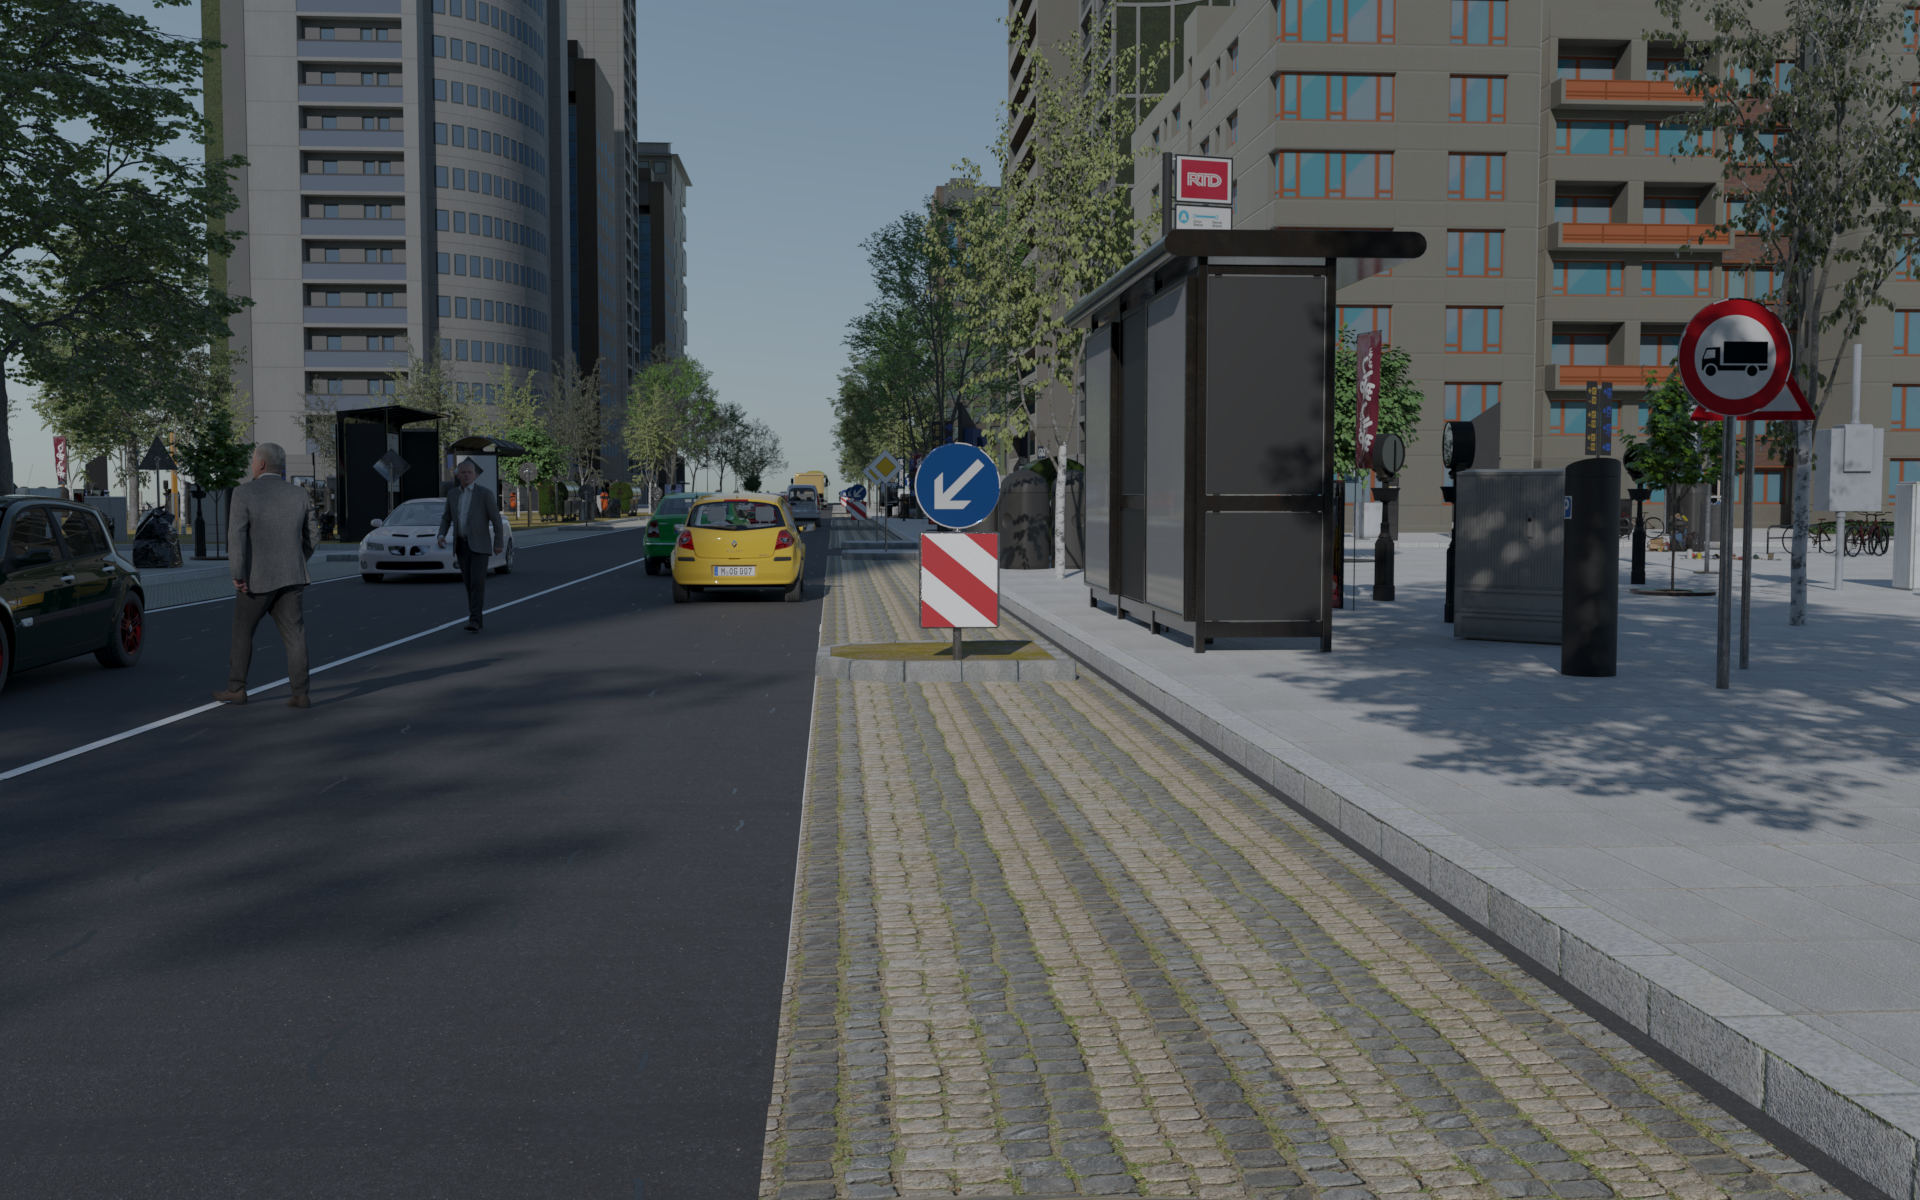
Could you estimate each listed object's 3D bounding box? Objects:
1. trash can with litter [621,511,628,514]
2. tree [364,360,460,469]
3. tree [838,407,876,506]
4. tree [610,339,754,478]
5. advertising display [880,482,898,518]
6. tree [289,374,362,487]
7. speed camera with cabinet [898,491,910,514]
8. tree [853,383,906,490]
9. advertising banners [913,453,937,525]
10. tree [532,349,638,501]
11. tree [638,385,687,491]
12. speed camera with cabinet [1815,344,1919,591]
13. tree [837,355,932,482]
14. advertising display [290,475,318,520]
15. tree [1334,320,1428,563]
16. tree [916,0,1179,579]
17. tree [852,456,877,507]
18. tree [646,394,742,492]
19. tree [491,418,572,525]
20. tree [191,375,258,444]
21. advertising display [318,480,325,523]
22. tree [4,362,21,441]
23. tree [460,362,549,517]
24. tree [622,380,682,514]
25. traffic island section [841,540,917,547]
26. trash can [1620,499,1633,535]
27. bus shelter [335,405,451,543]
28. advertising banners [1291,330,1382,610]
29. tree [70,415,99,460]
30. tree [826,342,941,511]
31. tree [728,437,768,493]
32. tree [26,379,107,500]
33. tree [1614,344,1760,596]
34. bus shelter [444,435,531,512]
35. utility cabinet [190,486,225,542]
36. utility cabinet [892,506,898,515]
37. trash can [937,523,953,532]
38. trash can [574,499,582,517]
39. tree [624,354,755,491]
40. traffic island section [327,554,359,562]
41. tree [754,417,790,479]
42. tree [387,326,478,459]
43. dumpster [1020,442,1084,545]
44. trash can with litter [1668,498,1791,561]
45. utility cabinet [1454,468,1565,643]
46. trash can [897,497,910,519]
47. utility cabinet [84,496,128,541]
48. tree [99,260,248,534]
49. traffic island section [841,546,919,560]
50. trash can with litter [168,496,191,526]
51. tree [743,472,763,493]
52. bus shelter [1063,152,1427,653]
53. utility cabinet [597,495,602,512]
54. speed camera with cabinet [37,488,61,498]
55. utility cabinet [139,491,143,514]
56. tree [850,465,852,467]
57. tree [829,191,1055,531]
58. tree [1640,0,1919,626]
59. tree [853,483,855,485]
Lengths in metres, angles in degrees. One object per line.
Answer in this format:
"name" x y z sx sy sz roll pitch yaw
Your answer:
"trash can with litter" -21.707 -6.080 110.794 1.055 1.170 0.624 0 4 -8
"tree" -30.459 -9.058 98.464 4.737 8.622 4.395 0 3 0
"tree" -9.586 -16.629 190.014 7.486 12.596 7.792 0 3 0
"tree" -23.097 -13.940 138.282 12.009 13.543 11.850 0 3 0
"advertising display" -3.853 -5.432 94.030 0.974 1.923 0.123 0 4 -8
"tree" -39.210 -9.609 107.472 4.360 8.622 3.978 0 3 0
"speed camera with cabinet" -2.580 -6.550 101.422 2.038 3.252 0.660 1 4 18
"tree" -3.923 -9.591 107.168 4.737 8.622 4.395 0 3 0
"advertising banners" -1.096 -4.680 72.712 2.074 3.025 0.090 2 4 31
"tree" -19.058 -8.366 87.151 4.360 8.622 3.978 0 3 0
"tree" -20.708 -10.248 117.920 4.360 8.622 3.978 0 3 0
"speed camera with cabinet" 12.554 -1.759 23.095 2.038 3.252 0.660 0 4 5
"tree" -4.637 -11.031 114.768 7.601 10.594 8.767 0 4 5
"advertising display" -22.831 -3.363 60.196 0.123 1.923 0.974 2 4 27
"tree" 7.212 -3.003 32.818 4.285 4.588 4.351 0 3 0
"tree" 1.464 -4.642 26.252 4.737 8.622 4.395 0 3 0
"tree" -9.149 -13.987 179.050 4.360 8.622 3.978 0 3 0
"tree" -23.508 -13.299 151.845 8.767 10.594 7.601 -1 4 -15
"tree" -18.234 -5.470 73.151 4.285 4.588 4.351 0 3 0
"tree" -44.905 -9.495 105.607 4.737 8.622 4.395 0 3 0
"advertising display" -29.068 -4.450 77.966 0.974 1.923 0.123 -2 4 -32
"tree" -44.801 -7.858 78.835 4.360 8.622 3.978 0 3 0
"tree" -24.565 -8.909 96.025 4.737 8.622 4.395 0 3 0
"tree" -20.142 -9.912 112.420 4.737 8.622 4.395 0 3 0
"traffic island section" -2.212 -1.493 46.690 2.009 0.180 2.903 0 4 -4
"trash can" 20.711 -2.603 54.217 0.748 1.137 0.748 0 3 0
"bus shelter" -15.802 -3.507 48.623 1.731 3.624 6.357 0 4 -4
"advertising banners" 4.193 -1.426 19.508 0.090 3.025 2.074 -1 4 -16
"tree" -39.123 -7.946 80.286 4.360 8.622 3.978 0 3 0
"tree" -5.545 -13.950 134.734 9.857 13.997 8.962 0 3 0
"tree" -26.708 -15.857 209.627 4.737 8.622 4.395 0 3 0
"tree" -44.548 -8.361 87.067 4.737 8.622 4.395 0 3 0
"tree" 9.010 -1.679 22.049 1.663 3.219 1.824 0 3 0
"bus shelter" -17.001 -4.202 62.624 2.014 3.302 5.546 0 4 -4
"utility cabinet" -19.562 -2.254 45.530 1.173 1.500 0.318 0 4 2
"utility cabinet" -3.567 -5.726 104.786 1.020 1.237 0.306 0 4 3
"trash can" -0.444 -2.707 55.907 0.748 1.137 0.748 0 3 0
"trash can" -21.044 -5.138 95.659 0.748 1.137 0.748 0 3 0
"tree" -21.159 -12.367 127.952 9.928 11.665 9.643 0 3 0
"traffic island section" -12.448 -0.958 37.950 2.009 0.180 2.903 0 4 -4
"tree" -32.476 -22.273 274.539 12.009 13.543 11.850 0 3 0
"tree" -23.374 -7.697 76.207 4.360 8.622 3.978 0 3 0
"dumpster" 1.786 -1.869 33.045 1.502 2.255 1.985 0 4 -4
"trash can with litter" 15.154 -1.397 33.891 2.233 1.210 1.678 2 4 31
"utility cabinet" 4.886 -0.384 14.963 1.173 1.500 0.318 3 5 42
"trash can" -2.946 -4.817 90.407 0.748 1.137 0.748 0 3 0
"utility cabinet" -23.214 -2.196 47.073 1.020 1.237 0.306 -1 4 -20
"tree" -24.758 -6.399 54.982 4.360 8.622 3.978 0 3 0
"traffic island section" -1.635 -1.006 38.726 2.009 0.180 2.903 0 4 -4
"trash can with litter" -31.004 -3.567 69.372 2.233 1.210 1.678 -1 4 -18
"tree" -31.146 -16.881 259.719 4.285 4.588 4.351 0 3 0
"bus shelter" 2.369 -2.475 18.092 2.179 5.291 8.768 0 4 -4
"utility cabinet" -19.723 -5.110 94.708 0.306 1.237 1.020 -1 4 -12
"speed camera with cabinet" -25.442 -3.212 46.854 0.660 3.252 2.038 2 4 27
"utility cabinet" -51.966 -6.180 109.722 0.318 1.500 1.173 -1 4 -23
"tree" -13.861 -17.593 238.005 4.737 8.622 4.395 0 3 0
"tree" -0.519 -8.201 59.848 9.928 11.665 9.643 0 3 0
"tree" 8.436 -4.057 16.699 4.360 8.622 3.978 0 3 0
"tree" -15.118 -15.808 253.061 1.663 3.219 1.824 0 3 0
